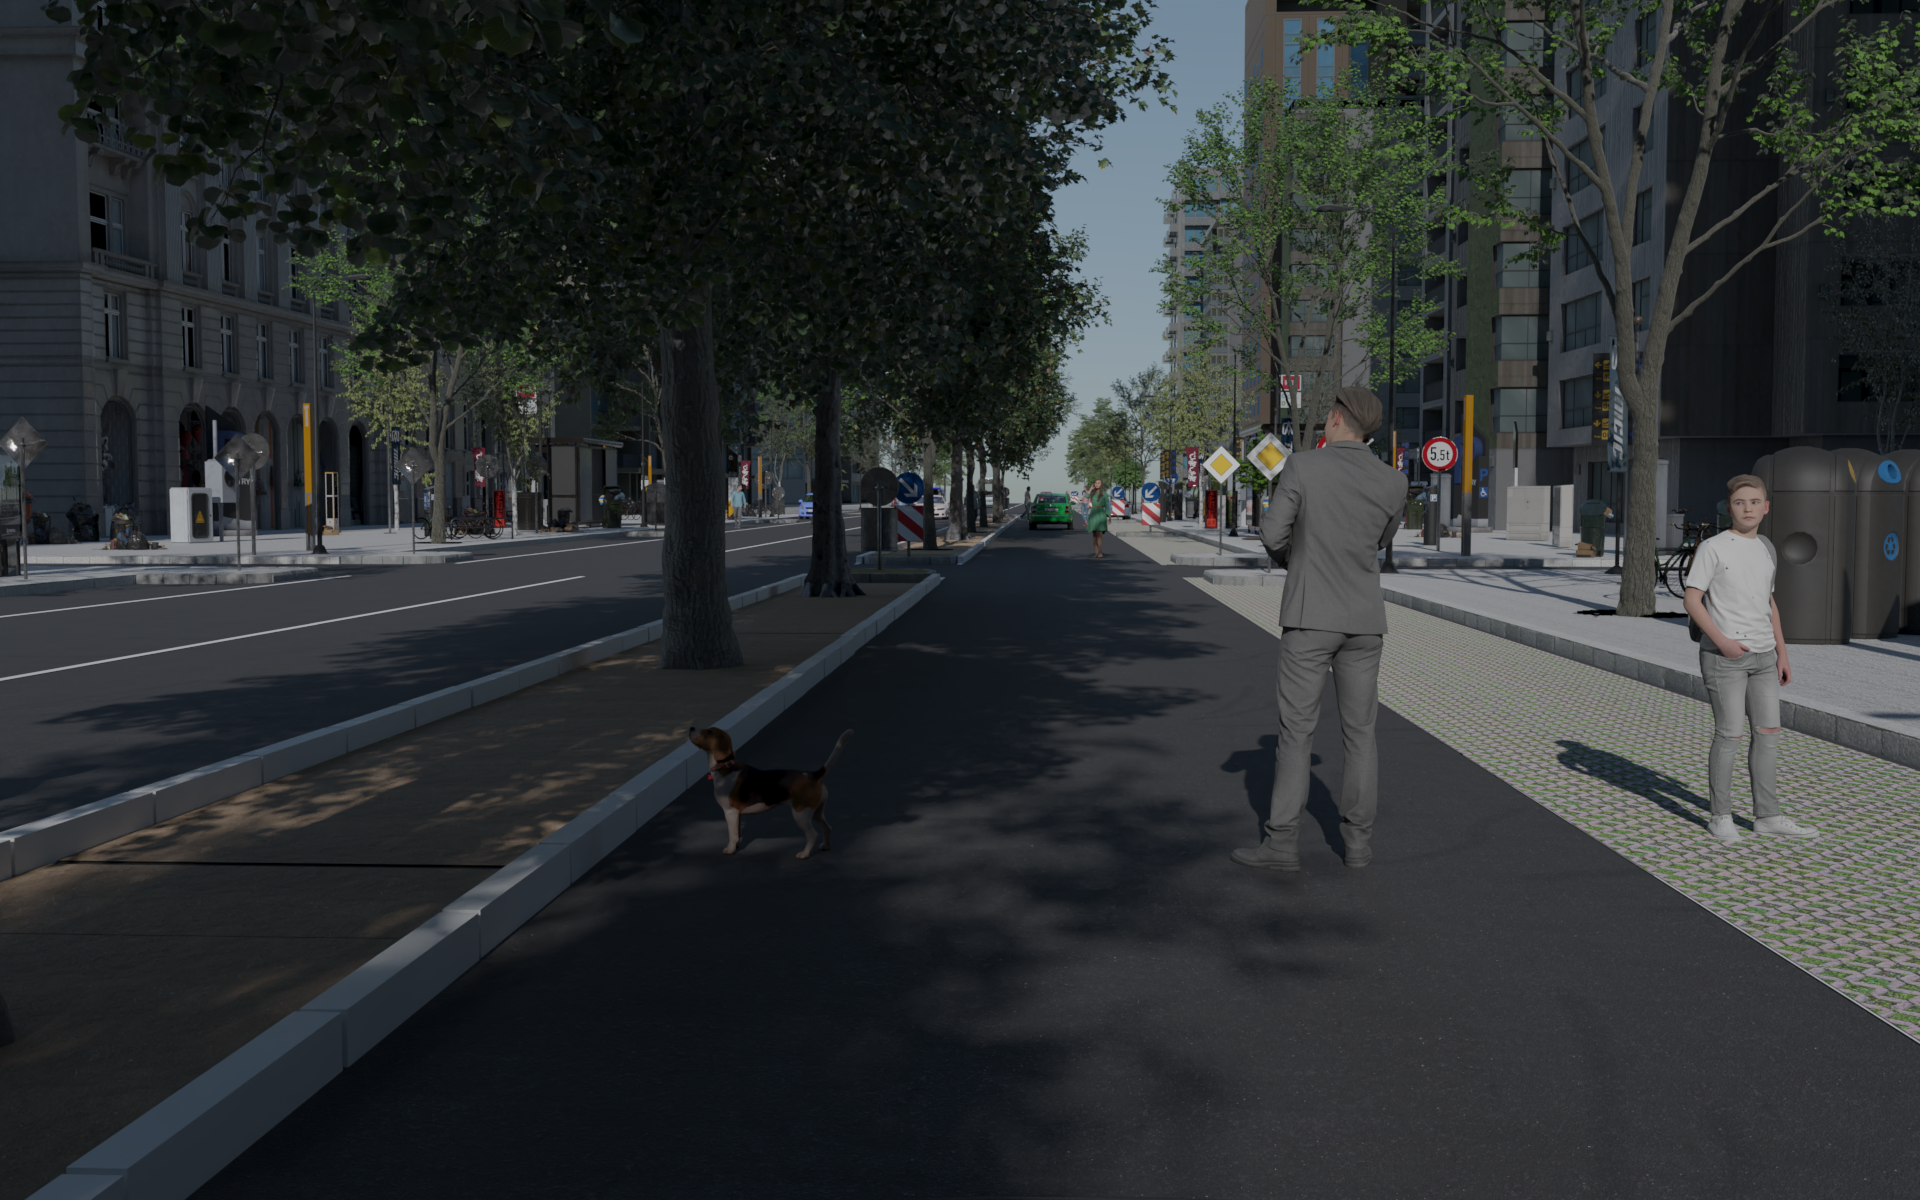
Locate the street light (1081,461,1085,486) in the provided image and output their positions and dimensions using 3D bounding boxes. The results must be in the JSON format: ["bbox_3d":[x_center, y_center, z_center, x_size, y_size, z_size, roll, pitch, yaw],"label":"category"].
[{"bbox_3d":[17.481,-16.417,240.960,1.470,5.913,1.316,0,4,3],"label":"street light"}]

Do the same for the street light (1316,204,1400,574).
[{"bbox_3d":[6.404,-3.386,27.906,1.470,5.913,1.316,0,4,3],"label":"street light"}]

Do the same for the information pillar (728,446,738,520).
[{"bbox_3d":[-11.161,-5.741,85.212,0.504,3.616,0.183,0,4,5],"label":"information pillar"}]

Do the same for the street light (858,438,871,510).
[{"bbox_3d":[-7.690,-10.419,142.893,1.470,5.913,1.316,0,4,3],"label":"street light"}]

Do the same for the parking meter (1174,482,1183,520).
[{"bbox_3d":[10.707,-4.844,84.918,0.399,1.863,0.255,-2,4,-32],"label":"parking meter"}]

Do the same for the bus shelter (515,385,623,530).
[{"bbox_3d":[-14.820,-5.358,65.238,2.179,5.291,8.768,0,4,3],"label":"bus shelter"}]

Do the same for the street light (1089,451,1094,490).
[{"bbox_3d":[14.617,-13.098,186.691,1.470,5.913,1.316,0,4,3],"label":"street light"}]

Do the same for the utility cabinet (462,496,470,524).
[{"bbox_3d":[-20.992,-3.816,73.549,0.306,1.237,1.020,-1,4,-14],"label":"utility cabinet"}]

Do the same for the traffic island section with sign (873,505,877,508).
[{"bbox_3d":[-6.550,-7.826,136.578,1.989,1.847,2.006,0,4,3],"label":"traffic island section with sign"}]

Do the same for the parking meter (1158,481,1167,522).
[{"bbox_3d":[9.148,-4.440,78.312,0.255,1.863,0.399,2,4,32],"label":"parking meter"}]

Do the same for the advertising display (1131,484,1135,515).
[{"bbox_3d":[10.669,-6.230,107.069,0.123,1.923,0.974,0,4,-1],"label":"advertising display"}]

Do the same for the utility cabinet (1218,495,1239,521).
[{"bbox_3d":[13.010,-4.454,83.983,1.020,1.237,0.306,1,4,22],"label":"utility cabinet"}]

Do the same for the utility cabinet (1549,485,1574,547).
[{"bbox_3d":[14.530,-2.025,41.786,0.318,1.500,1.173,1,4,11],"label":"utility cabinet"}]

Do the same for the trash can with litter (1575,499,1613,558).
[{"bbox_3d":[12.853,-1.454,35.156,0.624,1.170,1.055,2,4,29],"label":"trash can with litter"}]

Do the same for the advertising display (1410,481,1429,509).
[{"bbox_3d":[22.072,-4.771,83.226,0.974,1.923,0.123,3,5,43],"label":"advertising display"}]

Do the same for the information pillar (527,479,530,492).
[{"bbox_3d":[-21.114,-4.939,85.236,0.304,2.012,0.304,-2,4,-35],"label":"information pillar"}]

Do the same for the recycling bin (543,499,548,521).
[{"bbox_3d":[-19.498,-4.284,82.589,0.722,1.027,0.722,3,4,37],"label":"recycling bin"}]

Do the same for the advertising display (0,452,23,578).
[{"bbox_3d":[-14.849,-1.332,26.985,0.123,1.923,0.974,-1,4,-10],"label":"advertising display"}]

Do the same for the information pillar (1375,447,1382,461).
[{"bbox_3d":[20.638,-5.761,85.547,0.183,3.616,0.504,-1,4,-17],"label":"information pillar"}]

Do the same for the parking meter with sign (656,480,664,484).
[{"bbox_3d":[-16.058,-5.955,93.626,1.738,3.016,0.543,3,4,36],"label":"parking meter with sign"}]

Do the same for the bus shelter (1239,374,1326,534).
[{"bbox_3d":[10.224,-4.768,55.594,2.179,5.291,8.768,0,4,3],"label":"bus shelter"}]

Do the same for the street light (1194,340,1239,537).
[{"bbox_3d":[7.731,-4.873,52.219,1.470,5.913,1.316,0,4,3],"label":"street light"}]

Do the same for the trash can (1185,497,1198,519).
[{"bbox_3d":[12.076,-4.815,90.376,0.748,1.137,0.748,0,3,0],"label":"trash can"}]

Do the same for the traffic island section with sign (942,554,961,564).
[{"bbox_3d":[-1.010,-1.708,36.070,2.006,1.907,1.989,0,4,3],"label":"traffic island section with sign"}]

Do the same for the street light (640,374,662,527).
[{"bbox_3d":[-11.651,-5.753,66.606,1.470,5.913,1.316,0,4,3],"label":"street light"}]

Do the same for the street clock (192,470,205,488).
[{"bbox_3d":[-22.574,-2.868,51.470,0.471,2.002,0.358,2,4,33],"label":"street clock"}]

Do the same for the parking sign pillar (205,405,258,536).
[{"bbox_3d":[-22.376,-3.955,53.137,1.447,3.967,1.447,3,5,44],"label":"parking sign pillar"}]

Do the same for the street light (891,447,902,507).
[{"bbox_3d":[-6.214,-12.218,172.304,1.470,5.913,1.316,0,4,3],"label":"street light"}]

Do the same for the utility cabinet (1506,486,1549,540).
[{"bbox_3d":[15.614,-2.382,47.620,0.318,1.500,1.173,-3,4,-37],"label":"utility cabinet"}]

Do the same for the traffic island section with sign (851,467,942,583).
[{"bbox_3d":[-1.401,-1.256,28.673,2.006,1.907,1.989,0,4,3],"label":"traffic island section with sign"}]

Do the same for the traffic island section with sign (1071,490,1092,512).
[{"bbox_3d":[11.658,-9.438,162.938,1.989,1.847,2.006,0,4,3],"label":"traffic island section with sign"}]

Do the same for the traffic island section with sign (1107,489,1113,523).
[{"bbox_3d":[7.647,-4.683,85.194,1.989,1.847,2.006,0,4,3],"label":"traffic island section with sign"}]

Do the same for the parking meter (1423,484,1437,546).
[{"bbox_3d":[11.770,-2.130,43.234,0.372,1.533,0.369,0,3,0],"label":"parking meter"}]

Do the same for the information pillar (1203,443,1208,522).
[{"bbox_3d":[11.134,-5.330,78.503,0.183,3.616,0.504,-1,4,-9],"label":"information pillar"}]

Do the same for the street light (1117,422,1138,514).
[{"bbox_3d":[10.713,-8.465,110.940,1.470,5.913,1.316,0,4,3],"label":"street light"}]

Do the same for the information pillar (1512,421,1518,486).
[{"bbox_3d":[17.694,-3.906,55.217,0.183,3.616,0.504,1,4,9],"label":"information pillar"}]

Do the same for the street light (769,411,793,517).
[{"bbox_3d":[-9.949,-7.577,96.421,1.470,5.913,1.316,0,4,3],"label":"street light"}]

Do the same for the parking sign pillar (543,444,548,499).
[{"bbox_3d":[-21.204,-6.259,90.813,1.447,3.967,1.447,3,4,38],"label":"parking sign pillar"}]

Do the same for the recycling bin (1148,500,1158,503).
[{"bbox_3d":[11.464,-5.441,101.516,0.722,1.027,0.722,1,4,21],"label":"recycling bin"}]

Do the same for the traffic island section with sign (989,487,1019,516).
[{"bbox_3d":[2.845,-6.298,111.110,2.006,1.907,1.989,0,4,3],"label":"traffic island section with sign"}]

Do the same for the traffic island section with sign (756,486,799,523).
[{"bbox_3d":[-9.113,-4.778,86.756,1.989,1.847,2.006,0,4,3],"label":"traffic island section with sign"}]

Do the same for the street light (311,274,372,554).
[{"bbox_3d":[-13.136,-3.930,36.793,1.470,5.913,1.316,0,4,3],"label":"street light"}]

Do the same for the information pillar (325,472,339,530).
[{"bbox_3d":[-21.166,-3.296,58.385,0.304,2.012,0.304,1,4,12],"label":"information pillar"}]

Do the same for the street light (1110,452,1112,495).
[{"bbox_3d":[11.645,-9.490,127.697,1.470,5.913,1.316,0,4,3],"label":"street light"}]

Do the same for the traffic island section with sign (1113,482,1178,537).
[{"bbox_3d":[6.254,-3.028,58.130,1.989,1.847,2.006,0,4,3],"label":"traffic island section with sign"}]

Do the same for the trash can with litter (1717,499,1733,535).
[{"bbox_3d":[15.846,-1.472,35.449,0.624,1.170,1.055,1,4,16],"label":"trash can with litter"}]

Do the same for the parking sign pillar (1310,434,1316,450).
[{"bbox_3d":[15.349,-5.465,77.832,1.447,3.967,1.447,1,4,21],"label":"parking sign pillar"}]

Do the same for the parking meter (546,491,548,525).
[{"bbox_3d":[-16.993,-3.887,71.966,0.372,1.533,0.369,0,3,0],"label":"parking meter"}]

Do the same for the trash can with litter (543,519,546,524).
[{"bbox_3d":[-18.273,-3.935,75.400,1.678,1.210,2.233,-1,4,-9],"label":"trash can with litter"}]

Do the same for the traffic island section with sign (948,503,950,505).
[{"bbox_3d":[-0.922,-14.513,245.911,1.989,1.847,2.006,0,4,3],"label":"traffic island section with sign"}]

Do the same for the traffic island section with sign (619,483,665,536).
[{"bbox_3d":[-10.521,-3.113,59.522,1.989,1.847,2.006,0,4,3],"label":"traffic island section with sign"}]

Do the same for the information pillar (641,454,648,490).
[{"bbox_3d":[-18.587,-6.778,102.177,0.504,3.616,0.183,1,4,21],"label":"information pillar"}]

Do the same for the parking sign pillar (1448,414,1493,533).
[{"bbox_3d":[17.077,-4.243,57.839,1.447,3.967,1.447,-1,4,-22],"label":"parking sign pillar"}]

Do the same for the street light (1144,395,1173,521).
[{"bbox_3d":[9.317,-6.649,81.256,1.470,5.913,1.316,0,4,3],"label":"street light"}]

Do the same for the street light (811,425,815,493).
[{"bbox_3d":[-9.190,-8.615,113.388,1.470,5.913,1.316,0,4,3],"label":"street light"}]

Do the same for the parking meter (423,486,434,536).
[{"bbox_3d":[-16.083,-2.702,52.581,0.372,1.533,0.369,0,3,0],"label":"parking meter"}]
